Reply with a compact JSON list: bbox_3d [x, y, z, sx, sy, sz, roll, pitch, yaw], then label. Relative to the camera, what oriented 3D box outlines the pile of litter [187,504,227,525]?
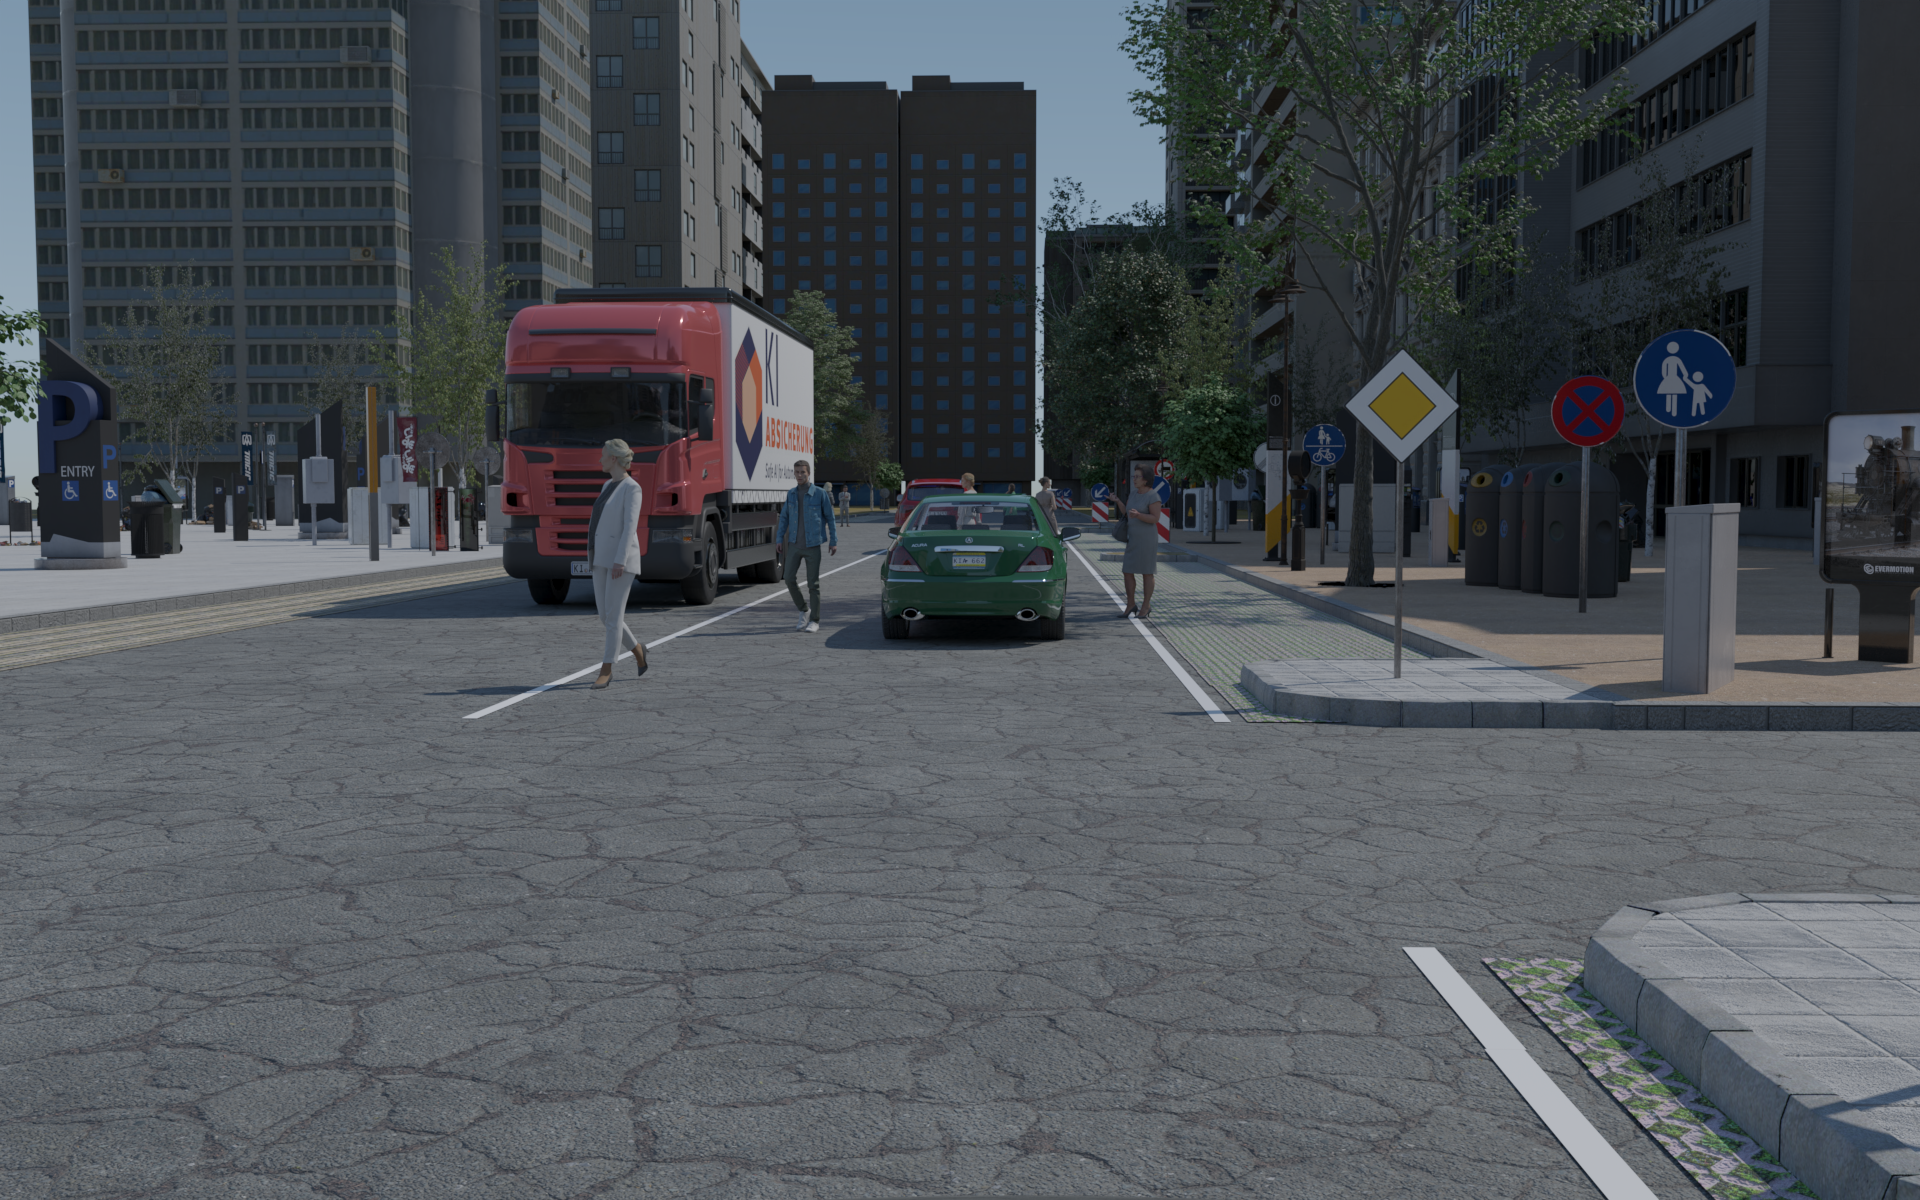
[{"bbox_3d":[-31.448,-3.573,72.387,1.719,0.858,1.176,1,4,19],"label":"pile of litter"}]

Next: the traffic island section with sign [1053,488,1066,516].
[{"bbox_3d":[6.924,-6.451,114.099,1.989,1.847,2.006,0,4,2],"label":"traffic island section with sign"}]

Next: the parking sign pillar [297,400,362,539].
[{"bbox_3d":[-18.284,-3.745,49.706,1.447,3.967,1.447,0,4,4],"label":"parking sign pillar"}]

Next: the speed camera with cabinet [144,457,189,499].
[{"bbox_3d":[-39.418,-5.606,85.989,0.660,3.252,2.038,3,4,36],"label":"speed camera with cabinet"}]

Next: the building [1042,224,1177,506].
[{"bbox_3d":[16.025,-25.484,188.362,14.107,30.474,14.160,0,4,2],"label":"building"}]

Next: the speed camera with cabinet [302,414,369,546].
[{"bbox_3d":[-15.405,-3.009,43.537,2.038,3.252,0.660,-2,4,-28],"label":"speed camera with cabinet"}]

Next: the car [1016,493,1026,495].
[{"bbox_3d":[3.837,-6.580,116.375,1.959,1.807,4.718,0,4,4],"label":"car"}]

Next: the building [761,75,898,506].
[{"bbox_3d":[-13.364,-32.928,188.478,14.200,45.320,14.600,0,4,2],"label":"building"}]

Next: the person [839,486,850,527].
[{"bbox_3d":[-5.046,-4.103,75.762,0.511,1.800,0.466,-1,4,-17],"label":"person"}]

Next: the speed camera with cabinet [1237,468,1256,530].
[{"bbox_3d":[9.578,-4.149,62.172,2.038,3.252,0.660,3,4,38],"label":"speed camera with cabinet"}]

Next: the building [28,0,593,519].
[{"bbox_3d":[-34.929,-24.972,100.179,32.217,40.220,23.993,0,4,2],"label":"building"}]

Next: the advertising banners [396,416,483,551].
[{"bbox_3d":[-11.709,-2.614,38.926,2.074,3.025,0.090,1,4,13],"label":"advertising banners"}]

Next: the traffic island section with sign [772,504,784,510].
[{"bbox_3d":[-6.834,-3.390,64.054,1.989,1.847,2.006,0,4,2],"label":"traffic island section with sign"}]

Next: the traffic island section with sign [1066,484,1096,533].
[{"bbox_3d":[5.043,-3.391,64.079,1.989,1.847,2.006,0,4,2],"label":"traffic island section with sign"}]

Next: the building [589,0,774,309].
[{"bbox_3d":[-34.488,-37.148,196.615,27.495,52.752,28.713,0,4,2],"label":"building"}]

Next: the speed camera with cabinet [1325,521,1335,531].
[{"bbox_3d":[13.230,-4.063,60.765,0.660,3.252,2.038,0,4,-5],"label":"speed camera with cabinet"}]

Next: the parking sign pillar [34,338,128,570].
[{"bbox_3d":[-15.165,-2.526,29.771,1.447,3.967,1.447,1,4,15],"label":"parking sign pillar"}]

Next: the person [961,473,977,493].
[{"bbox_3d":[0.151,-1.228,28.925,0.624,1.780,0.694,3,5,39],"label":"person"}]

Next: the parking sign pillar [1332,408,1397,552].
[{"bbox_3d":[9.126,-3.085,38.920,1.447,3.967,1.447,1,4,20],"label":"parking sign pillar"}]

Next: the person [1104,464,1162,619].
[{"bbox_3d":[1.966,-0.680,19.970,0.532,1.782,0.716,-3,4,-36],"label":"person"}]

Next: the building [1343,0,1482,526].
[{"bbox_3d":[24.023,-15.136,76.351,11.050,23.489,19.941,0,4,2],"label":"building"}]

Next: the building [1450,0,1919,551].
[{"bbox_3d":[25.078,-14.204,51.304,14.314,24.678,30.058,0,4,2],"label":"building"}]

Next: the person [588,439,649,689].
[{"bbox_3d":[-2.541,-0.284,13.021,0.514,1.842,0.818,2,4,29],"label":"person"}]

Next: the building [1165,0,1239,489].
[{"bbox_3d":[33.531,-45.975,189.942,20.611,71.187,20.563,0,4,2],"label":"building"}]

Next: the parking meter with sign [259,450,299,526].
[{"bbox_3d":[-27.081,-4.476,69.440,1.738,3.016,0.543,-1,4,-12],"label":"parking meter with sign"}]

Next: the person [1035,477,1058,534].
[{"bbox_3d":[1.803,-1.605,35.075,0.599,1.781,0.374,2,4,28],"label":"person"}]

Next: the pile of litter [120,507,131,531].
[{"bbox_3d":[-29.001,-2.807,59.863,1.176,0.858,1.719,2,4,30],"label":"pile of litter"}]

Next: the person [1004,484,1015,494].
[{"bbox_3d":[1.835,-3.185,60.814,0.529,1.795,0.600,-1,4,-11],"label":"person"}]

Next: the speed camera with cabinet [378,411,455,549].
[{"bbox_3d":[-12.807,-2.846,40.871,2.038,3.252,0.660,2,4,35],"label":"speed camera with cabinet"}]

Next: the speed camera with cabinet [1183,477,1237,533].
[{"bbox_3d":[8.332,-3.917,58.376,0.660,3.252,2.038,-2,4,-28],"label":"speed camera with cabinet"}]

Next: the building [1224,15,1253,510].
[{"bbox_3d":[32.848,-31.546,135.386,23.786,49.044,30.456,0,4,2],"label":"building"}]

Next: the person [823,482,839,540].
[{"bbox_3d":[-4.157,-2.802,54.495,0.537,1.800,0.526,3,4,37],"label":"person"}]

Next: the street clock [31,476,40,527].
[{"bbox_3d":[-36.395,-3.908,68.462,0.471,2.002,0.358,-1,4,-18],"label":"street clock"}]

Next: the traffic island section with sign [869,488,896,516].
[{"bbox_3d":[-4.934,-6.470,114.405,1.989,1.847,2.006,0,4,2],"label":"traffic island section with sign"}]

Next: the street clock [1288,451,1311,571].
[{"bbox_3d":[5.655,-1.488,28.895,0.358,2.002,0.471,2,4,34],"label":"street clock"}]

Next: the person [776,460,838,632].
[{"bbox_3d":[-1.595,-0.562,18.039,0.601,1.785,0.444,1,4,21],"label":"person"}]

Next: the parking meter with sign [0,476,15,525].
[{"bbox_3d":[-39.365,-4.594,71.371,1.738,3.016,0.543,1,4,16],"label":"parking meter with sign"}]

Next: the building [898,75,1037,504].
[{"bbox_3d":[1.132,-32.939,188.666,14.200,45.320,14.600,0,4,2],"label":"building"}]

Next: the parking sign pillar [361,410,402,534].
[{"bbox_3d":[-18.628,-4.092,55.377,1.447,3.967,1.447,2,4,31],"label":"parking sign pillar"}]

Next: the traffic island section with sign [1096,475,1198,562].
[{"bbox_3d":[4.018,-1.744,37.143,1.989,1.847,2.006,0,4,2],"label":"traffic island section with sign"}]

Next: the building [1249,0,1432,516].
[{"bbox_3d":[30.482,-29.712,109.493,21.300,48.544,21.600,0,4,2],"label":"building"}]
